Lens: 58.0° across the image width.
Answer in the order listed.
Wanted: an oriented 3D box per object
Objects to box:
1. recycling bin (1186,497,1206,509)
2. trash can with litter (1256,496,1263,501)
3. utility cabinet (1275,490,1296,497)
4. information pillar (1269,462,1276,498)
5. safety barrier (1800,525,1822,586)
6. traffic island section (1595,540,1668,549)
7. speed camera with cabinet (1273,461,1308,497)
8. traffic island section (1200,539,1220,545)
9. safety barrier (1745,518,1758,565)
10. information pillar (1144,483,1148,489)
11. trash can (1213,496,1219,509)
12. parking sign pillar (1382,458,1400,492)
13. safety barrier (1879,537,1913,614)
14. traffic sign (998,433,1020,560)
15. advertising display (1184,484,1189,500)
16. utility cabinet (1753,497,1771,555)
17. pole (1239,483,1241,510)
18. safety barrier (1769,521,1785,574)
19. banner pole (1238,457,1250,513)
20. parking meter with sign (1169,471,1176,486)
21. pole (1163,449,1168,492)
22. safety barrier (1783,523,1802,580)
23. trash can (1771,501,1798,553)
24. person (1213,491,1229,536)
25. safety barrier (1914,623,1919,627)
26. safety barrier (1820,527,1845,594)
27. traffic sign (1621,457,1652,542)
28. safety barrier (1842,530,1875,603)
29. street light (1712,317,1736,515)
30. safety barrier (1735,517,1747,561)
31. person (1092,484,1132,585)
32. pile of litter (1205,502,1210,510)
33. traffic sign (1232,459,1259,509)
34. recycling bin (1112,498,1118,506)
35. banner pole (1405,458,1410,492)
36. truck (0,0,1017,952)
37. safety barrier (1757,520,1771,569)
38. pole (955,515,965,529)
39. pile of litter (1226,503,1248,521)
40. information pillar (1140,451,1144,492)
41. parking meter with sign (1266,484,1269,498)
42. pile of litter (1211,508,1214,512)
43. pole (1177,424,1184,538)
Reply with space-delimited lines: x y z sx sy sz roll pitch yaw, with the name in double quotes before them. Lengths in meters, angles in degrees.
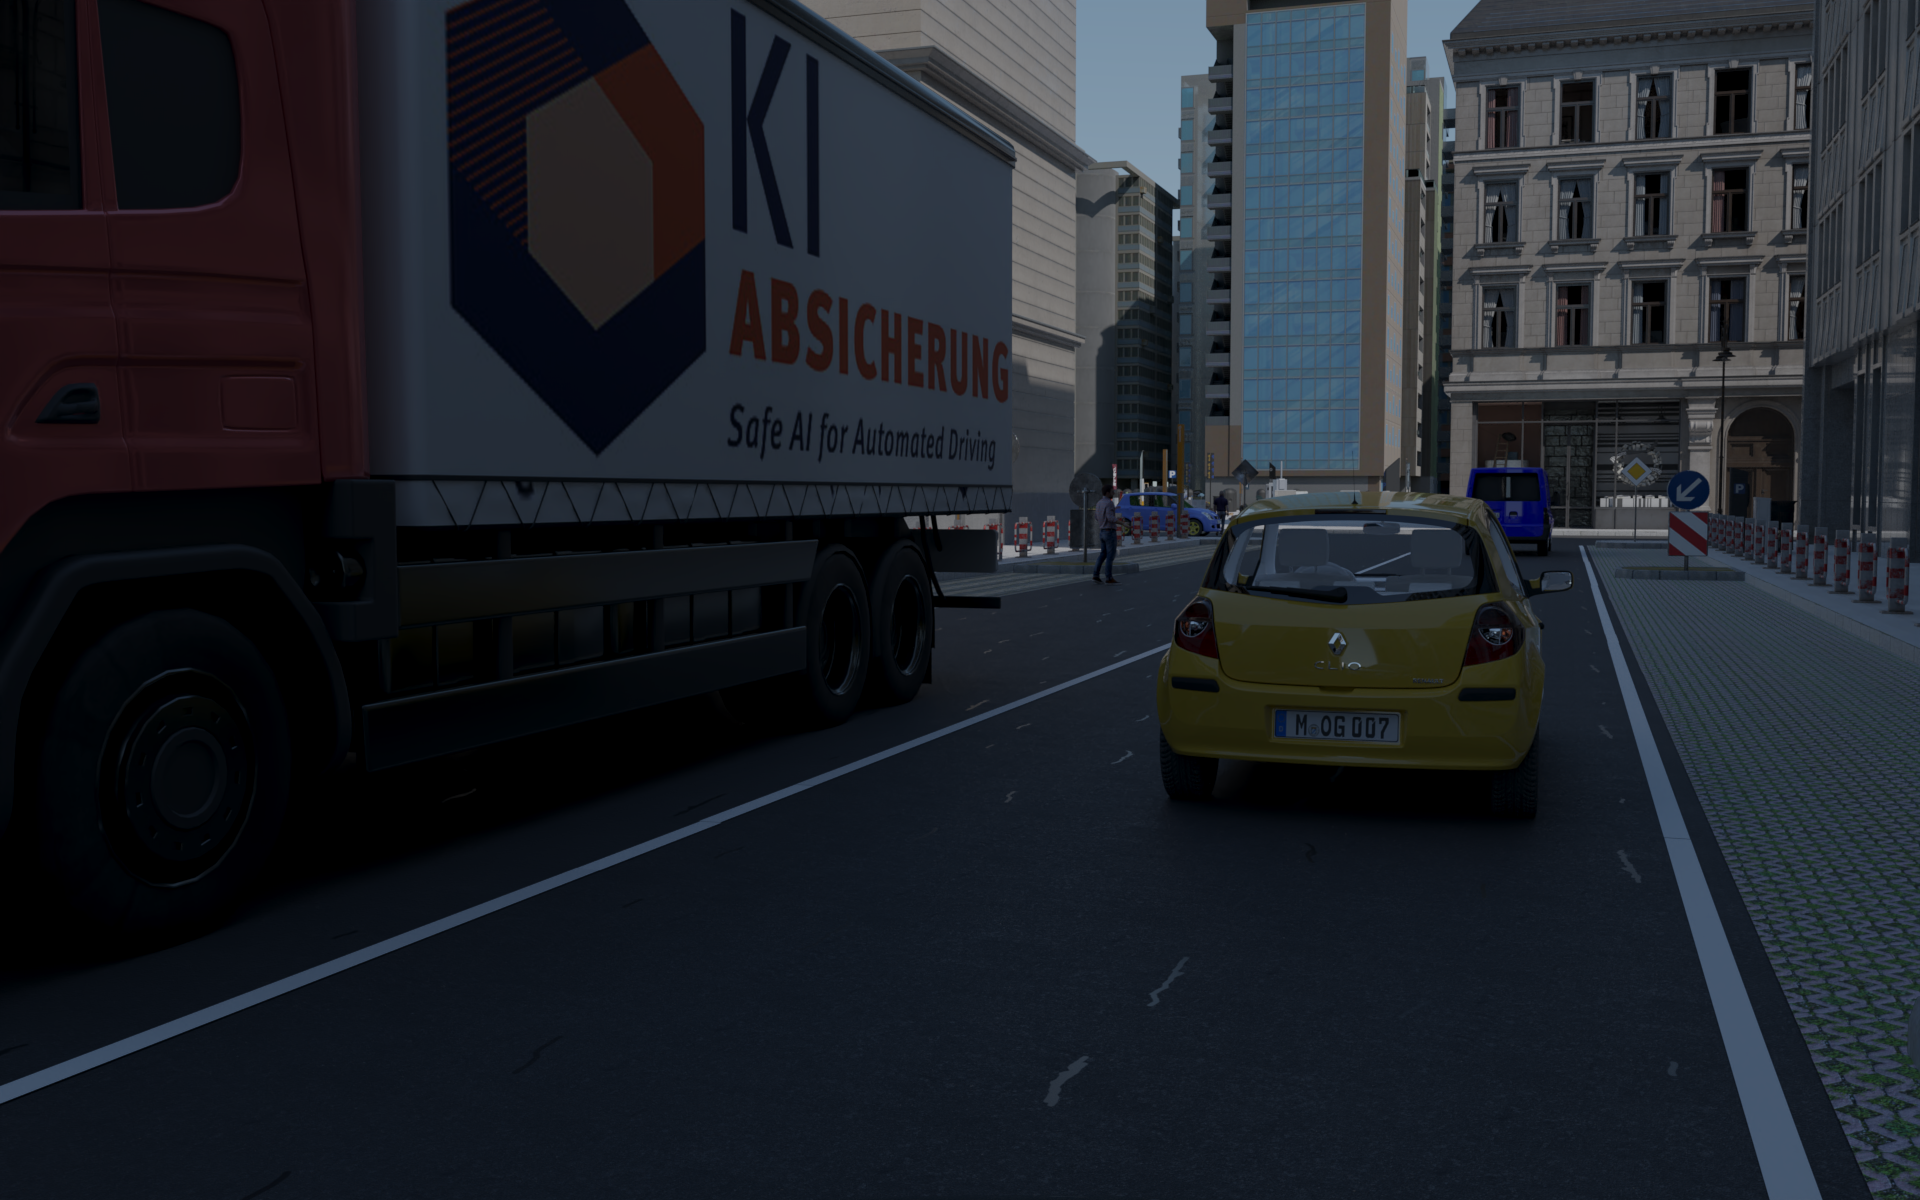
"recycling bin" 10.664 -4.037 78.554 0.722 1.027 0.722 -1 4 -19
"trash can with litter" 23.049 -7.414 132.613 0.624 1.170 1.055 -1 4 -12
"utility cabinet" 18.253 -5.413 97.187 1.173 1.500 0.318 1 4 9
"information pillar" 22.642 -8.213 125.640 0.504 3.616 0.183 2 4 32
"safety barrier" 11.986 -0.602 24.124 0.300 0.817 1.120 1 4 19
"traffic island section" 18.124 -1.479 46.458 2.009 0.180 2.903 1 4 19
"speed camera with cabinet" 19.905 -6.728 104.339 2.038 3.252 0.660 -1 4 -14
"traffic island section" 8.171 -1.691 49.922 2.009 0.180 2.903 1 4 19
"safety barrier" 14.577 -1.057 31.551 0.300 0.817 1.120 1 4 19
"information pillar" 12.435 -6.829 116.143 0.304 2.012 0.304 -1 4 -14
"trash can" 19.487 -7.310 131.167 0.748 1.137 0.748 0 3 0
"parking sign pillar" 31.925 -8.549 128.253 1.447 3.967 1.447 -2 4 -27
"safety barrier" 10.044 -0.262 18.555 0.300 0.817 1.120 1 4 19
"traffic sign" 0.791 -2.062 33.818 0.768 2.556 0.104 2 4 24
"advertising display" 14.983 -6.736 115.346 0.123 1.923 0.974 -1 4 -17
"utility cabinet" 17.095 -1.575 36.917 0.306 1.237 1.020 1 4 21
"pole" 21.410 -8.451 132.018 0.158 3.312 0.155 0 3 0
"safety barrier" 13.280 -0.829 27.829 0.300 0.817 1.120 1 4 19
"banner pole" 19.439 -7.852 118.392 0.863 3.779 0.401 -2 4 -25
"parking meter with sign" 15.939 -8.141 129.362 0.543 3.016 1.738 1 4 13
"pole" 9.373 -5.219 79.173 0.158 3.312 0.155 0 3 0
"safety barrier" 12.632 -0.716 25.977 0.300 0.817 1.120 1 4 19
"trash can" 17.957 -1.611 37.988 0.748 1.137 0.748 0 3 0
"person" 8.918 -2.992 59.628 0.471 1.553 0.569 -3 4 -38
"safety barrier" 9.394 -0.148 16.694 0.300 0.817 1.120 1 4 19
"safety barrier" 11.338 -0.489 22.263 0.300 0.817 1.120 1 4 19
"traffic sign" 18.099 -2.614 46.389 0.795 2.450 0.064 1 4 19
"safety barrier" 10.692 -0.375 20.406 0.300 0.817 1.120 1 4 19
"street light" 19.927 -4.434 45.287 0.468 5.910 1.993 1 4 19
"safety barrier" 15.230 -1.170 33.405 0.300 0.817 1.120 1 4 19
"person" 2.353 -1.034 27.370 0.435 1.587 0.963 -2 4 -25
"pile of litter" 14.335 -5.599 105.506 1.176 0.858 1.719 -1 4 -20
"traffic sign" 8.195 -2.826 49.853 0.795 2.450 0.064 1 4 19
"recycling bin" 10.431 -6.191 113.783 0.722 1.027 0.722 -1 4 -13
"banner pole" 31.315 -8.026 121.240 0.401 3.779 0.863 -1 4 -9
"truck" -2.474 -1.227 8.977 2.839 4.237 11.283 1 4 18
"safety barrier" 13.930 -0.942 29.680 0.300 0.817 1.120 1 4 19
"pole" 0.005 -2.640 37.009 0.158 3.312 0.155 0 3 0
"pile of litter" 13.262 -4.189 82.454 1.176 0.858 1.719 3 4 37
"information pillar" 9.881 -6.280 94.033 0.183 3.616 0.504 0 4 -7
"parking meter with sign" 23.358 -8.210 130.491 1.738 3.016 0.543 1 4 10
"pile of litter" 15.990 -5.556 104.798 1.176 0.858 1.719 1 4 10
"pole" 6.449 -3.473 50.627 0.158 3.312 0.155 0 3 0
